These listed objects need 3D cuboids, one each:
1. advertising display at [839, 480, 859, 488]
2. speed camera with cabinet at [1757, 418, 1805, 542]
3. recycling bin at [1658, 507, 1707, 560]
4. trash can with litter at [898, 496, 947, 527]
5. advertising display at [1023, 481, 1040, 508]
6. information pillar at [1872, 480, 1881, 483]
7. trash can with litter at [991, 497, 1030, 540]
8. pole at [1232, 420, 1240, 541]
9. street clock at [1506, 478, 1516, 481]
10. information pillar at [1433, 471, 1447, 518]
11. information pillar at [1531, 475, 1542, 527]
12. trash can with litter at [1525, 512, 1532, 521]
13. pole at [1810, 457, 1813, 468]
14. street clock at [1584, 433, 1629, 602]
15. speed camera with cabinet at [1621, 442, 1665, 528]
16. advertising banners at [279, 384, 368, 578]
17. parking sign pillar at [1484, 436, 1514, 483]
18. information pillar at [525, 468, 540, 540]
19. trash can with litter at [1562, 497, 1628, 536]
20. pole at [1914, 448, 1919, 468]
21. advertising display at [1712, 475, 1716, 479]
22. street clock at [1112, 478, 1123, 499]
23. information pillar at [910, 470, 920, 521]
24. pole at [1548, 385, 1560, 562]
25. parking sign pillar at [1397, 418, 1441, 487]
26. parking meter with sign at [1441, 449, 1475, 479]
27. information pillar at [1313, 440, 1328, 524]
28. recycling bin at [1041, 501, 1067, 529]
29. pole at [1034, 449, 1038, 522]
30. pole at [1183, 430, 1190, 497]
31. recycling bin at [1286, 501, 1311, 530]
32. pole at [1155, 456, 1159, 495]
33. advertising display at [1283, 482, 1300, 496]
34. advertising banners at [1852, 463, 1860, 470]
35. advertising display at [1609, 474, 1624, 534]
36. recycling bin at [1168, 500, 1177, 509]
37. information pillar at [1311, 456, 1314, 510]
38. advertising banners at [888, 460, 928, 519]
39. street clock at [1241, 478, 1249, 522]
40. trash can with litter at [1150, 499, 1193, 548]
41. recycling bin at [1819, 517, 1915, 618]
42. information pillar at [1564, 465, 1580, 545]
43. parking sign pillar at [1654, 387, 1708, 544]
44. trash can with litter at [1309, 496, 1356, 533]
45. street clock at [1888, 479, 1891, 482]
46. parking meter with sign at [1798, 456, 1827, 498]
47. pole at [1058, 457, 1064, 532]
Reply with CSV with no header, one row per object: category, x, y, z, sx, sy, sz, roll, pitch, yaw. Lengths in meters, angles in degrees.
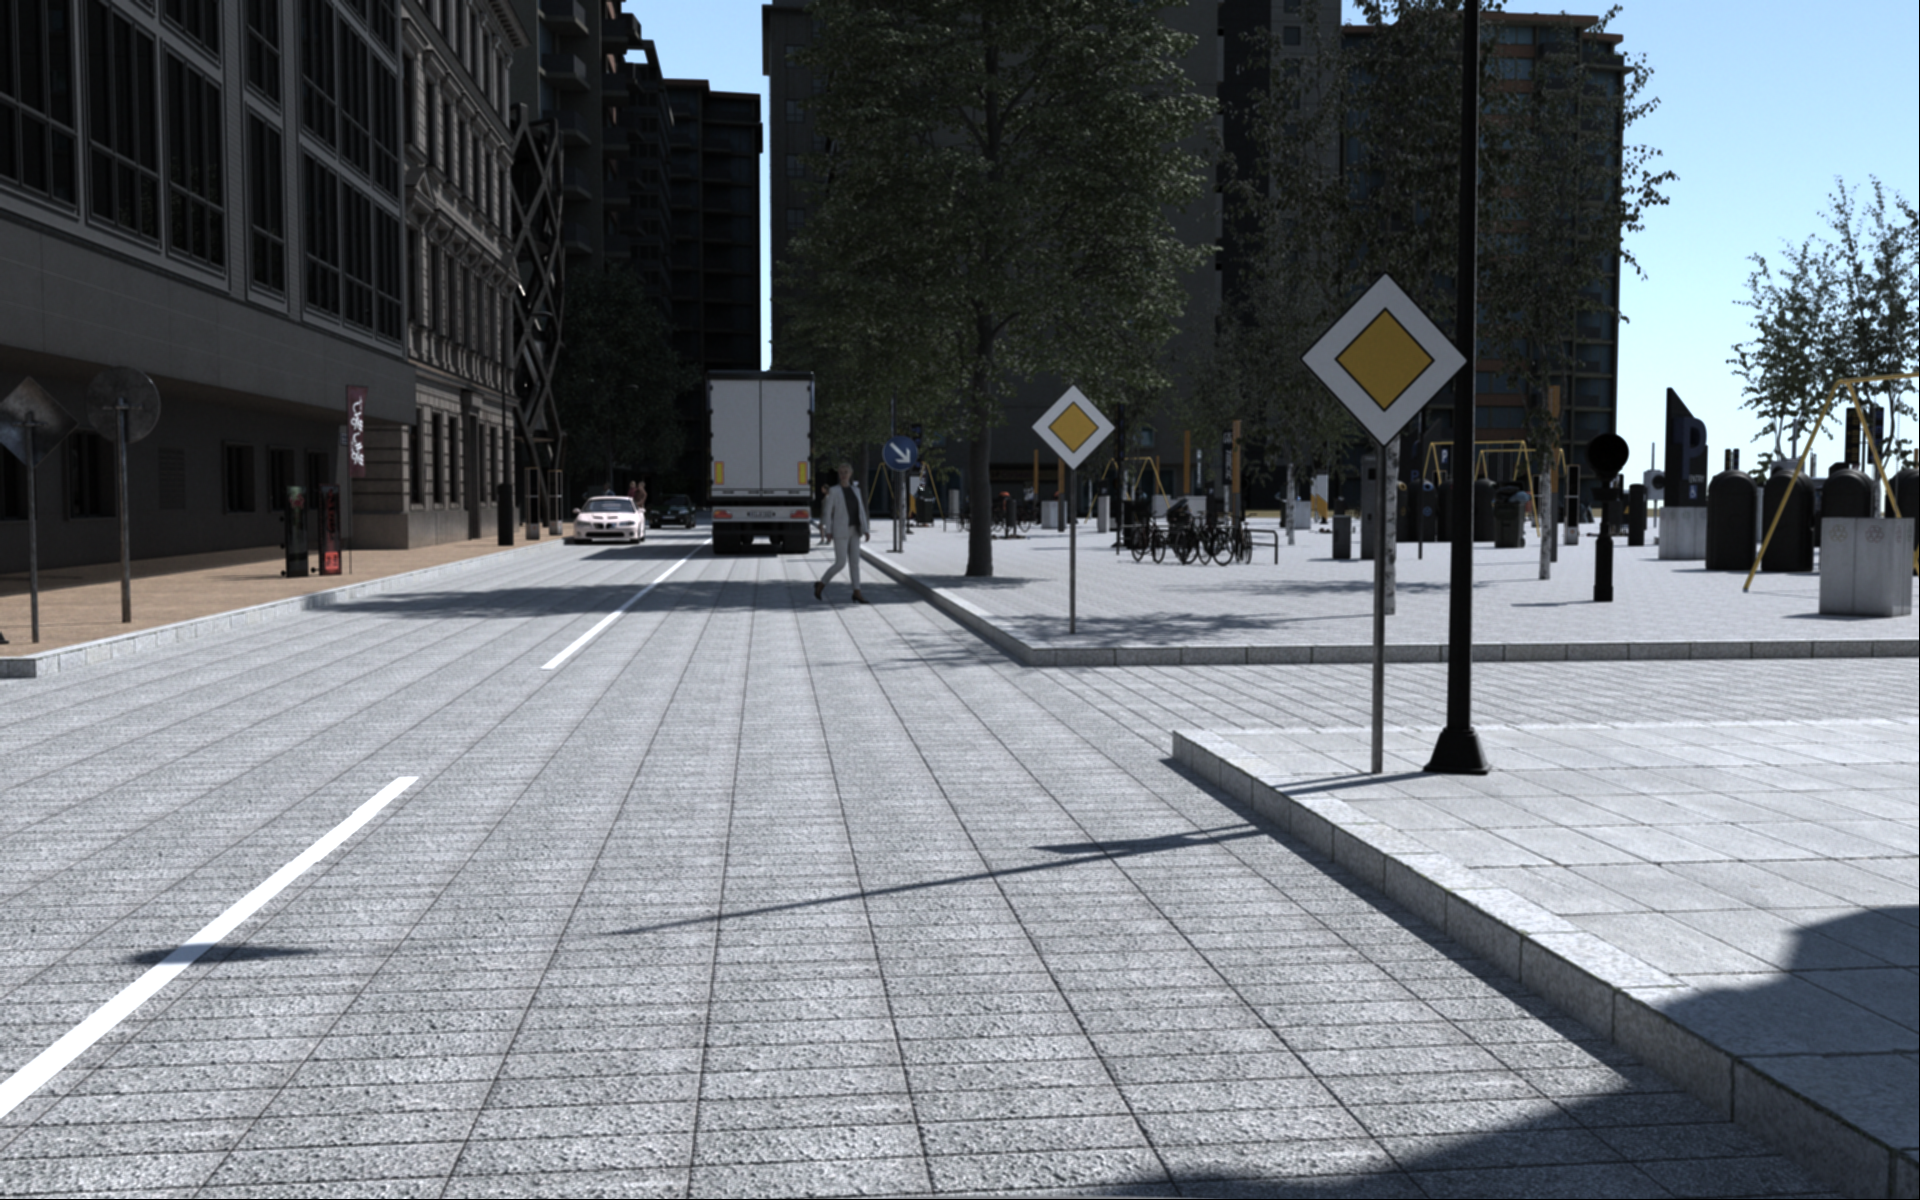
advertising display,-5.128,-4.603,80.467,0.974,1.923,0.123,1,4,13
speed camera with cabinet,21.452,-3.152,45.871,0.660,3.252,2.038,-1,4,-11
recycling bin,14.218,-1.310,33.972,0.722,1.027,0.722,0,4,-7
trash can with litter,-1.651,-3.479,67.934,1.678,1.210,2.233,-2,4,-32
advertising display,3.530,-4.925,85.734,0.974,1.923,0.123,3,5,42
information pillar,48.174,-5.299,91.127,0.304,2.012,0.304,-3,4,-36
trash can with litter,1.189,-2.348,49.442,1.678,1.210,2.233,2,4,27
pole,7.617,-3.299,47.790,0.158,3.312,0.155,0,3,0
street clock,25.222,-4.571,79.301,0.471,2.002,0.358,-2,4,-32
information pillar,14.971,-3.034,54.103,0.304,2.012,0.304,-2,4,-25
information pillar,22.284,-3.817,66.900,0.304,2.012,0.304,2,4,35
trash can with litter,27.297,-4.431,83.509,2.233,1.210,1.678,-2,4,-32
pole,47.136,-6.239,95.849,0.158,3.312,0.155,0,3,0
street clock,7.704,-0.986,20.687,0.471,2.002,0.358,1,4,10
speed camera with cabinet,25.790,-4.374,65.857,2.038,3.252,0.660,-1,4,-8
advertising banners,-9.944,-1.897,27.211,0.090,3.025,2.074,1,4,19
parking sign pillar,25.062,-5.634,80.580,1.447,3.967,1.447,-1,4,-17
information pillar,-11.963,-2.688,48.437,0.304,2.012,0.304,-2,4,-34
trash can with litter,19.543,-2.558,52.882,2.233,1.210,1.678,1,4,12
pole,42.648,-5.104,77.301,0.158,3.312,0.155,0,3,0
advertising display,26.405,-3.329,59.639,0.974,1.923,0.123,0,4,5
street clock,7.053,-4.465,77.568,0.471,2.002,0.358,0,4,8
information pillar,-2.104,-5.508,81.403,0.504,3.616,0.183,0,4,-2
pole,11.155,-2.371,32.605,0.158,3.312,0.155,0,3,0
parking sign pillar,16.497,-4.462,61.423,1.447,3.967,1.447,-3,5,-42
parking meter with sign,19.582,-4.337,67.171,1.738,3.016,0.543,-1,4,-11
information pillar,15.547,-5.071,74.260,0.504,3.616,0.183,2,4,27
recycling bin,3.446,-3.111,63.424,0.722,1.027,0.722,-2,4,-24
pole,3.469,-5.215,79.102,0.158,3.312,0.155,0,3,0
pole,7.279,-3.778,55.618,0.158,3.312,0.155,0,3,0
recycling bin,12.288,-3.078,62.880,0.722,1.027,0.722,-1,4,-10
pole,10.488,-6.006,92.042,0.158,3.312,0.155,0,3,0
advertising display,17.557,-5.299,91.849,0.123,1.923,0.974,-3,5,-45
advertising banners,49.324,-6.153,96.794,2.074,3.025,0.090,0,4,-7
advertising display,21.031,-3.078,55.532,0.123,1.923,0.974,0,4,2
recycling bin,9.962,-4.055,78.852,0.722,1.027,0.722,3,5,41
information pillar,17.866,-5.845,86.919,0.504,3.616,0.183,2,4,26
advertising banners,-2.627,-5.637,88.359,2.074,3.025,0.090,-1,4,-15
street clock,13.106,-4.623,80.157,0.471,2.002,0.358,1,4,18
trash can with litter,5.006,-1.842,41.509,1.055,1.170,0.624,0,4,-4
recycling bin,9.640,-0.359,18.417,0.722,1.027,0.722,-3,5,-45
information pillar,15.402,-2.393,43.610,0.304,2.012,0.304,0,4,7
parking sign pillar,18.507,-3.404,44.134,1.447,3.967,1.447,-3,4,-37
trash can with litter,12.433,-2.833,57.385,1.678,1.210,2.233,-1,4,-22
street clock,43.567,-4.672,80.963,0.471,2.002,0.358,-3,5,-43
parking meter with sign,39.224,-5.065,79.081,1.738,3.016,0.543,0,4,7
pole,3.426,-3.958,58.561,0.158,3.312,0.155,0,3,0
